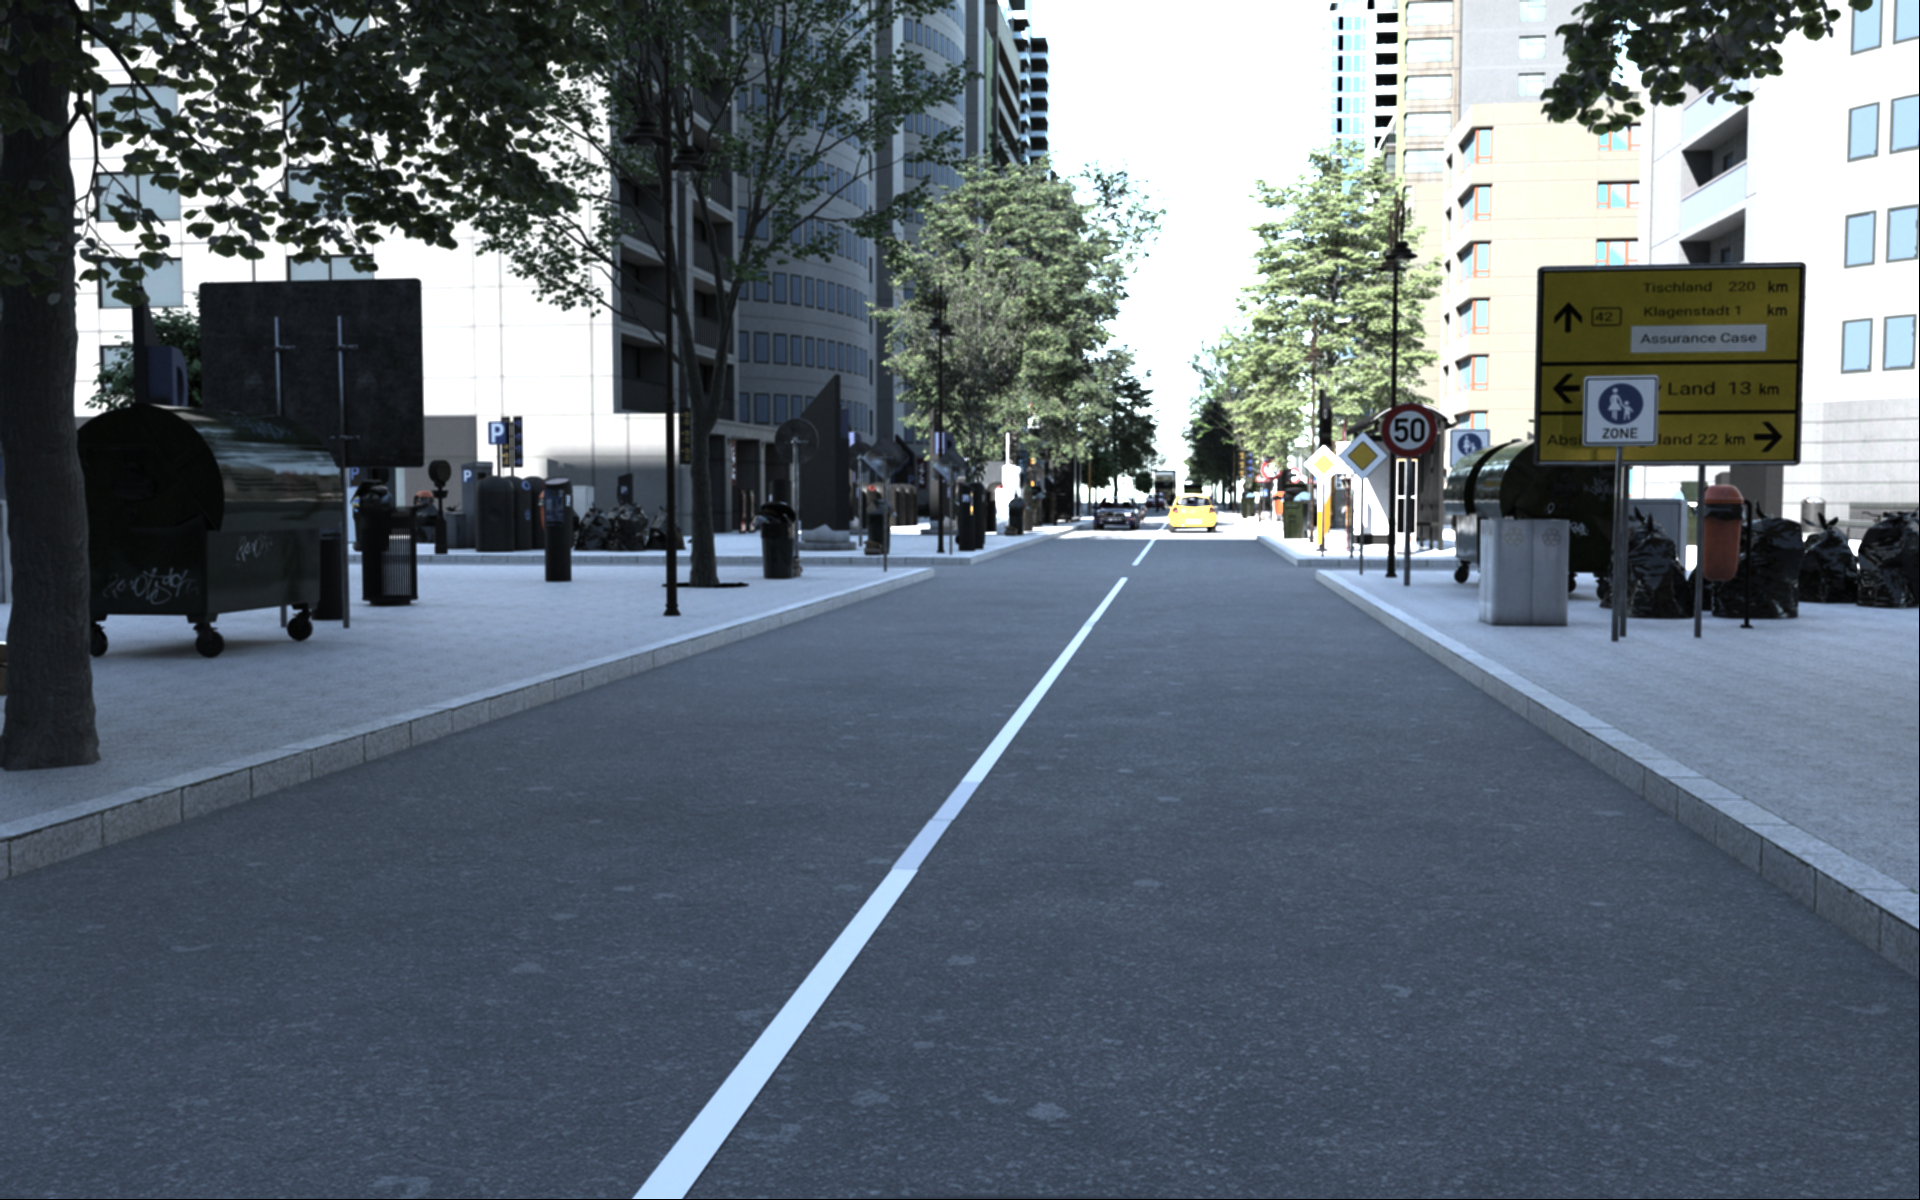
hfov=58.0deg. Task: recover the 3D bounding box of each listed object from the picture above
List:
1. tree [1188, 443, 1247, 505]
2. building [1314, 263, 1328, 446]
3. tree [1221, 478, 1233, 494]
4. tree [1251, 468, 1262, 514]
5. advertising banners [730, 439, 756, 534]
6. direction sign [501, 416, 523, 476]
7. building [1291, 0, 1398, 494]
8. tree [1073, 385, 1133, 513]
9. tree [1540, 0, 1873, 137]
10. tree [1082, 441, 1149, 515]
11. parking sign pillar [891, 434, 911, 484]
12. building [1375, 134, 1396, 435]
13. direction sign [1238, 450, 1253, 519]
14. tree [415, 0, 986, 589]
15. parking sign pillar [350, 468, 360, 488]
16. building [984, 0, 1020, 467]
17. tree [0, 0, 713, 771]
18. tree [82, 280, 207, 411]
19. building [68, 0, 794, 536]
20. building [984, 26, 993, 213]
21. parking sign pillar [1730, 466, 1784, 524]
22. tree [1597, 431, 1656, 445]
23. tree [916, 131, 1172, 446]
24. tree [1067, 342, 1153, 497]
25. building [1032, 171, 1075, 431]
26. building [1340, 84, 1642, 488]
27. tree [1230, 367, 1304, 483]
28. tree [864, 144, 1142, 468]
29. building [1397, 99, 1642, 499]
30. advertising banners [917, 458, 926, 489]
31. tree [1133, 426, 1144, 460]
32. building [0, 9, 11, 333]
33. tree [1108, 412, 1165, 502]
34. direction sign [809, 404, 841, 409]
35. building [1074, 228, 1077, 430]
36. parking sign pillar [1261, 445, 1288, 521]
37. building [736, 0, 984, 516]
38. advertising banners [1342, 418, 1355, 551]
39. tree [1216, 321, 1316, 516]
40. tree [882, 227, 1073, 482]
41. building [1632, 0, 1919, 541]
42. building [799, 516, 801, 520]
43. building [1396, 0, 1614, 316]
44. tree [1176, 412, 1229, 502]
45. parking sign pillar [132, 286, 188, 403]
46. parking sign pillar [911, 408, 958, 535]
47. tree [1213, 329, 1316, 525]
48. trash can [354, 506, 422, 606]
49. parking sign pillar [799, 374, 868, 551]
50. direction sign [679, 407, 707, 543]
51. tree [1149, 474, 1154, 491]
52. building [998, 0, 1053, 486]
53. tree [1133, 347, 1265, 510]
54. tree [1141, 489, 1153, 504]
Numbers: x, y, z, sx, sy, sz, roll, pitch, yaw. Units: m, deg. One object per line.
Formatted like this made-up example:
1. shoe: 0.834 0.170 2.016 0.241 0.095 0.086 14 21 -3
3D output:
1. tree: 29.885 -15.943 195.079 8.767 10.594 7.601 -1 4 -12
2. building: 64.638 -34.278 252.328 32.217 40.220 23.993 0 4 7
3. tree: 27.936 -11.351 180.192 1.663 3.219 1.824 0 3 0
4. tree: 19.249 -7.222 112.689 1.663 3.219 1.824 0 3 0
5. advertising banners: -7.086 -3.687 56.477 0.090 3.025 2.074 1 4 16
6. direction sign: -13.117 -3.594 50.763 0.876 3.537 0.379 2 4 34
7. building: 55.635 -55.764 224.415 22.319 86.520 31.000 0 4 7
8. tree: 8.614 -10.198 117.095 4.360 8.622 3.978 0 3 0
9. tree: 5.267 -5.457 7.351 7.486 12.596 7.792 0 3 0
10. tree: 8.433 -7.528 106.789 4.285 4.588 4.351 0 3 0
11. parking sign pillar: -2.575 -5.459 77.719 1.447 3.967 1.447 -3 4 -38
12. building: 40.885 -22.587 141.001 14.160 30.474 14.107 0 4 7
13. direction sign: 14.780 -5.979 89.753 0.876 3.537 0.379 -2 4 -26
14. tree: -3.499 -5.995 23.766 9.928 11.665 9.643 0 3 0
15. parking sign pillar: -37.816 -7.186 105.970 1.447 3.967 1.447 -2 4 -33
16. building: -5.860 -33.185 166.275 21.300 48.544 21.600 0 4 7
17. tree: -4.349 -5.516 8.319 7.486 12.596 7.792 0 3 0
18. tree: -11.670 -2.635 26.791 4.285 4.588 4.351 0 3 0
19. building: -17.117 -38.147 61.949 20.563 71.187 20.611 0 4 7
20. building: -4.964 -28.403 147.983 14.154 41.232 14.086 0 4 7
21. parking sign pillar: 17.688 -3.057 38.461 1.447 3.967 1.447 -1 4 -11
22. tree: 24.370 -5.183 68.456 4.285 4.588 4.351 0 3 0
23. tree: 4.236 -14.424 91.727 12.611 20.169 13.585 0 3 0
24. tree: 11.524 -12.922 129.402 7.486 12.596 7.792 0 3 0
25. building: 8.800 -36.341 244.280 14.600 45.320 14.200 0 4 7
26. building: 51.905 -28.542 158.537 32.217 40.220 23.993 0 4 7
27. tree: 16.293 -8.669 92.101 4.737 8.622 4.395 0 3 0
28. tree: 1.736 -9.551 62.814 9.857 13.997 8.962 0 3 0
29. building: 38.252 -14.955 89.557 27.650 21.520 28.899 0 4 7
30. advertising banners: -1.178 -5.409 84.631 2.074 3.025 0.090 2 4 24
31. tree: 15.949 -13.175 165.779 4.360 8.622 3.978 0 3 0
32. building: -55.071 -23.119 69.879 23.993 40.220 32.217 0 4 7
33. tree: 18.540 -15.495 187.758 7.601 10.594 8.767 -1 4 -10
34. direction sign: -3.393 -3.163 43.719 0.876 3.537 0.379 -2 4 -30
35. building: 10.116 -35.179 258.770 14.154 41.232 14.086 0 4 7
36. parking sign pillar: 14.972 -5.743 82.368 1.447 3.967 1.447 -2 4 -34
37. building: -10.281 -35.771 126.862 21.231 58.520 28.212 0 4 7
38. advertising banners: 8.875 -2.654 39.584 0.090 3.025 2.074 0 4 6
39. tree: 16.869 -10.744 101.412 9.928 11.665 9.643 0 3 0
40. tree: 0.157 -5.912 47.030 4.360 8.622 3.978 0 3 0
41. building: 37.580 -31.174 51.692 28.212 58.520 21.231 0 4 7
42. building: -15.731 -33.809 94.783 21.231 58.520 28.212 0 4 7
43. building: 38.774 -27.092 126.541 14.154 41.232 14.086 0 4 7
44. tree: 36.728 -21.175 252.872 9.857 13.997 8.962 0 3 0
45. parking sign pillar: -10.681 -2.124 23.204 1.447 3.967 1.447 -1 4 -14
46. parking sign pillar: -0.539 -4.051 54.708 1.447 3.967 1.447 1 4 20
47. tree: 13.014 -7.471 72.516 4.360 8.622 3.978 0 3 0
48. trash can: -6.596 -0.512 20.018 0.748 1.137 0.748 0 3 0
49. parking sign pillar: -3.098 -3.132 39.685 1.447 3.967 1.447 -3 5 -43
50. direction sign: -7.007 -3.278 45.595 0.876 3.537 0.379 -3 5 -43
51. tree: 22.848 -14.233 216.425 4.285 4.588 4.351 0 3 0
52. building: 1.424 -55.570 221.239 22.319 86.520 31.000 0 4 7
53. tree: 22.024 -14.105 140.985 12.009 13.543 11.850 0 3 0
54. tree: 25.548 -14.772 236.116 1.663 3.219 1.824 0 3 0
